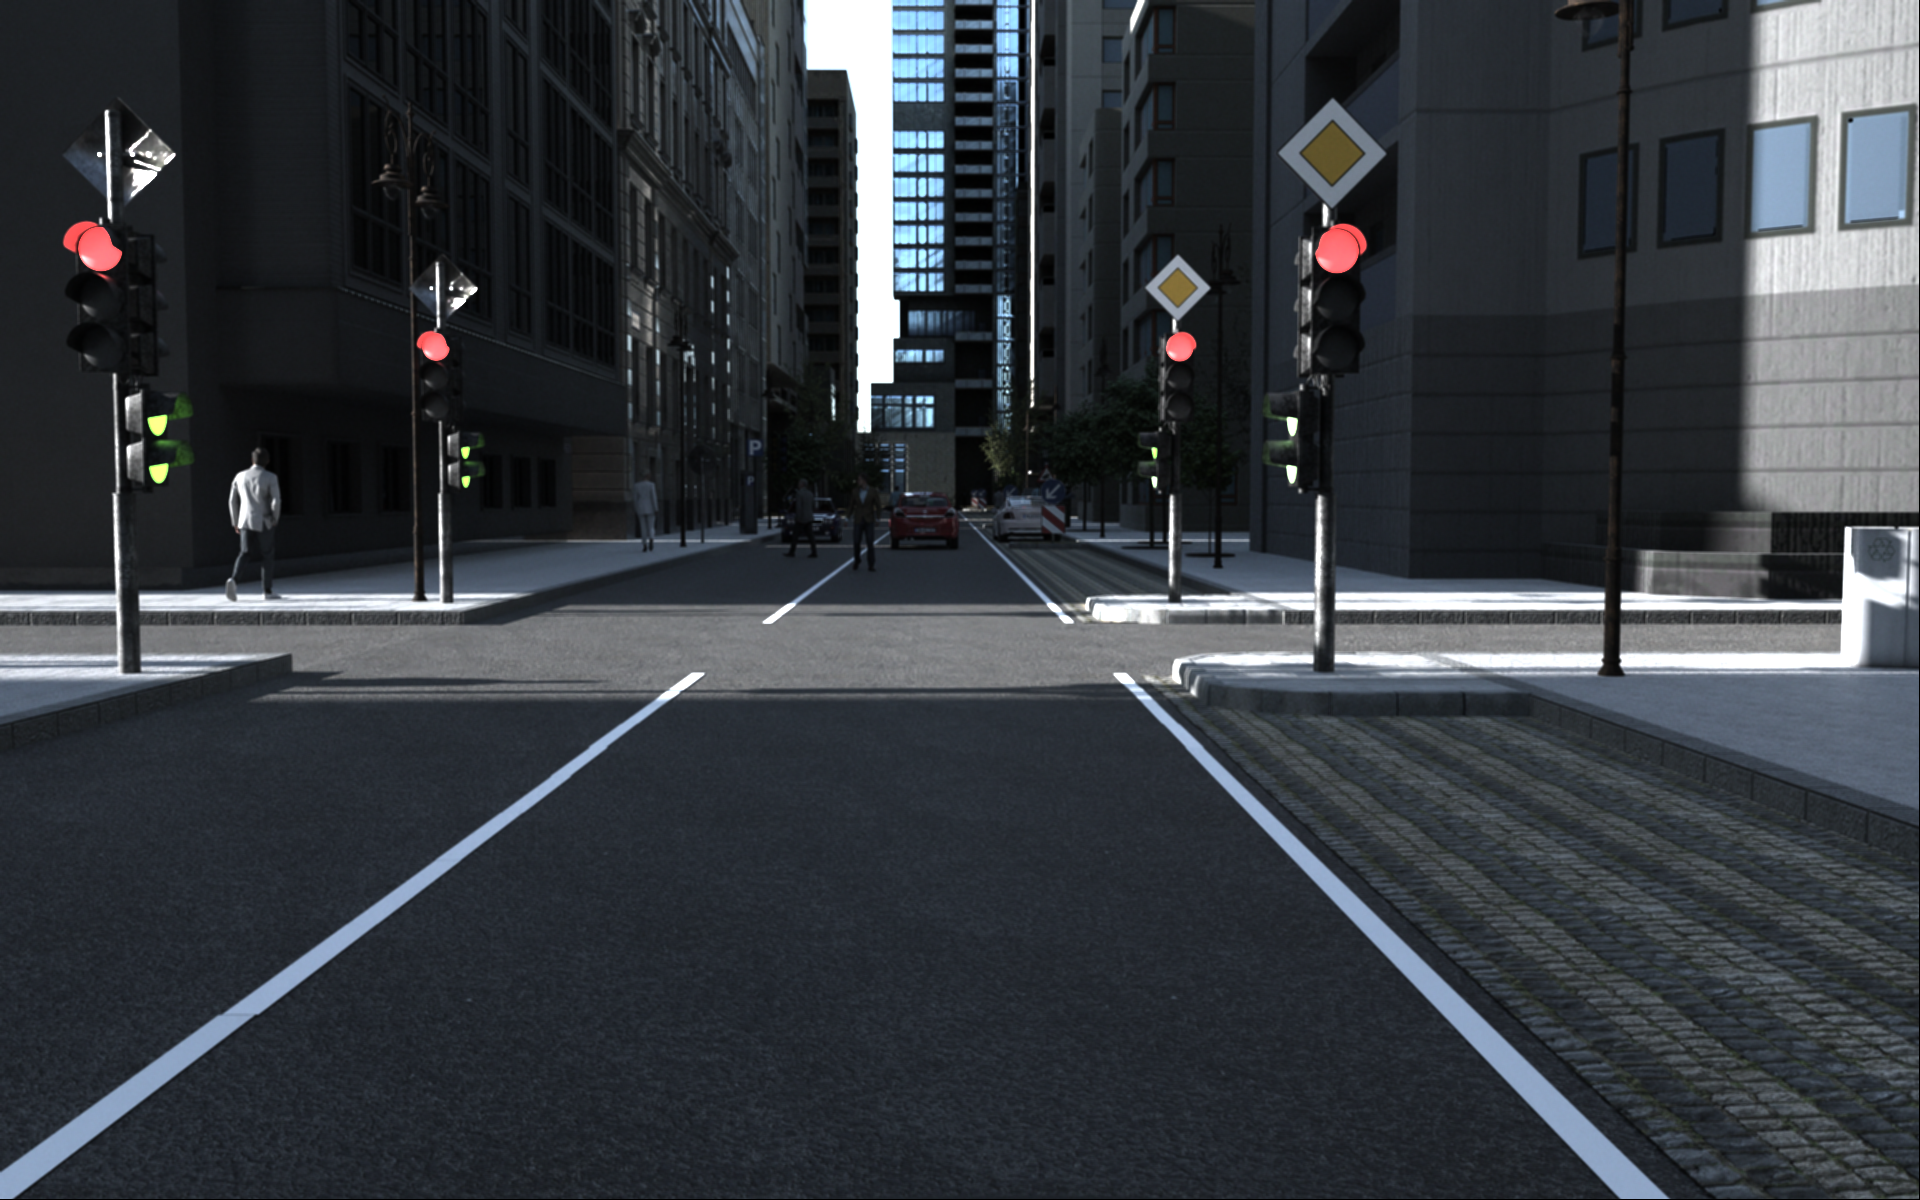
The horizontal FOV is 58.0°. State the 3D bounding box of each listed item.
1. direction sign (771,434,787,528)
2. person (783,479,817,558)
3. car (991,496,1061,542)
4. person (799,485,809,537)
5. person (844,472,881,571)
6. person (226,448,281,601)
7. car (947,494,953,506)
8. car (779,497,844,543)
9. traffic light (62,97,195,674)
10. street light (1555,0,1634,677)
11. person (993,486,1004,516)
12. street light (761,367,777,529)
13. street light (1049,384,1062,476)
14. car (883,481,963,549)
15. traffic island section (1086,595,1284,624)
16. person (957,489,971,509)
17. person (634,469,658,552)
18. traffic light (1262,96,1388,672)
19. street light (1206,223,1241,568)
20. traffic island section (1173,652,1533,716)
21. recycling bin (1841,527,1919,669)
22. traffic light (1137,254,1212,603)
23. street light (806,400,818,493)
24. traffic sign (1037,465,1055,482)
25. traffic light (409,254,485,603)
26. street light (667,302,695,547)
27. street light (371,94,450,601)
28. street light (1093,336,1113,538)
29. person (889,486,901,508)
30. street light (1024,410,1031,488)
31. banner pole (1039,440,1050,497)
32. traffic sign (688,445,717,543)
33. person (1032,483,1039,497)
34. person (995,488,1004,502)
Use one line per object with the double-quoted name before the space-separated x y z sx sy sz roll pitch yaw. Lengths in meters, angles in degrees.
"direction sign" -6.893 -4.527 66.010 0.876 3.537 0.379 3 5 41
"person" -3.608 -1.856 39.238 0.834 1.777 0.661 2 4 25
"car" 2.006 -2.459 52.573 2.083 1.381 4.827 0 4 -2
"person" -5.211 -3.039 58.191 0.388 1.821 0.555 1 4 21
"person" -1.829 -1.471 32.455 0.656 1.842 0.836 -1 4 -22
"person" -8.518 -0.919 20.909 0.661 1.843 0.795 1 4 9
"car" -1.376 -6.002 106.923 1.959 1.807 4.718 0 4 -2
"car" -4.461 -2.431 52.323 1.945 1.354 3.894 0 4 -2
"traffic light" -5.944 -1.431 12.315 0.839 4.253 0.868 0 4 -1
"street light" 4.610 -2.403 12.083 0.468 5.910 1.993 0 4 -1
"person" 1.790 -4.371 80.240 0.678 1.792 0.850 2 4 32
"street light" -6.984 -5.542 63.398 0.468 5.910 1.993 0 4 -1
"street light" 4.022 -6.119 72.841 0.468 5.910 1.993 0 4 -1
"car" -0.985 -2.295 46.559 2.155 1.783 4.494 0 4 -2
"traffic island section" 2.568 0.107 20.524 2.009 0.180 2.903 0 4 -1
"person" 0.425 -9.419 162.129 1.348 1.869 0.705 0 4 -5
"person" -6.917 -1.972 38.165 0.514 1.842 0.818 -1 4 -12
"traffic light" 2.616 -1.438 12.425 0.839 4.253 0.868 0 4 -1
"street light" 4.470 -3.489 29.833 0.468 5.910 1.993 0 4 -1
"traffic island section" 2.656 0.596 12.539 2.009 0.180 2.903 0 4 -1
"recycling bin" 7.086 -0.030 13.040 0.722 1.027 0.722 1 4 21
"traffic light" 2.528 -1.926 20.410 0.839 4.253 0.868 0 4 -1
"street light" -7.256 -6.872 85.152 0.468 5.910 1.993 0 4 -1
"traffic sign" 3.805 -4.661 76.213 0.884 2.594 0.081 0 4 1
"traffic light" -6.033 -1.919 20.299 0.839 4.253 0.868 0 4 -1
"street light" -6.731 -4.229 41.928 0.468 5.910 1.993 0 4 -1
"street light" -6.484 -2.925 20.608 0.468 5.910 1.993 0 4 -1
"street light" 4.208 -4.782 50.971 0.468 5.910 1.993 0 4 -1
"person" -3.101 -4.527 82.532 0.660 1.820 0.620 1 4 14
"street light" 3.707 -7.488 95.223 0.468 5.910 1.993 0 4 -1
"banner pole" 3.896 -5.548 80.727 0.863 3.779 0.401 3 5 42
"traffic sign" -6.738 -2.762 45.261 0.768 2.556 0.104 0 4 6
"person" 3.916 -4.987 87.592 0.660 1.820 0.620 -1 4 -16
"person" 1.905 -4.544 82.799 0.555 1.821 0.388 -3 5 -41
